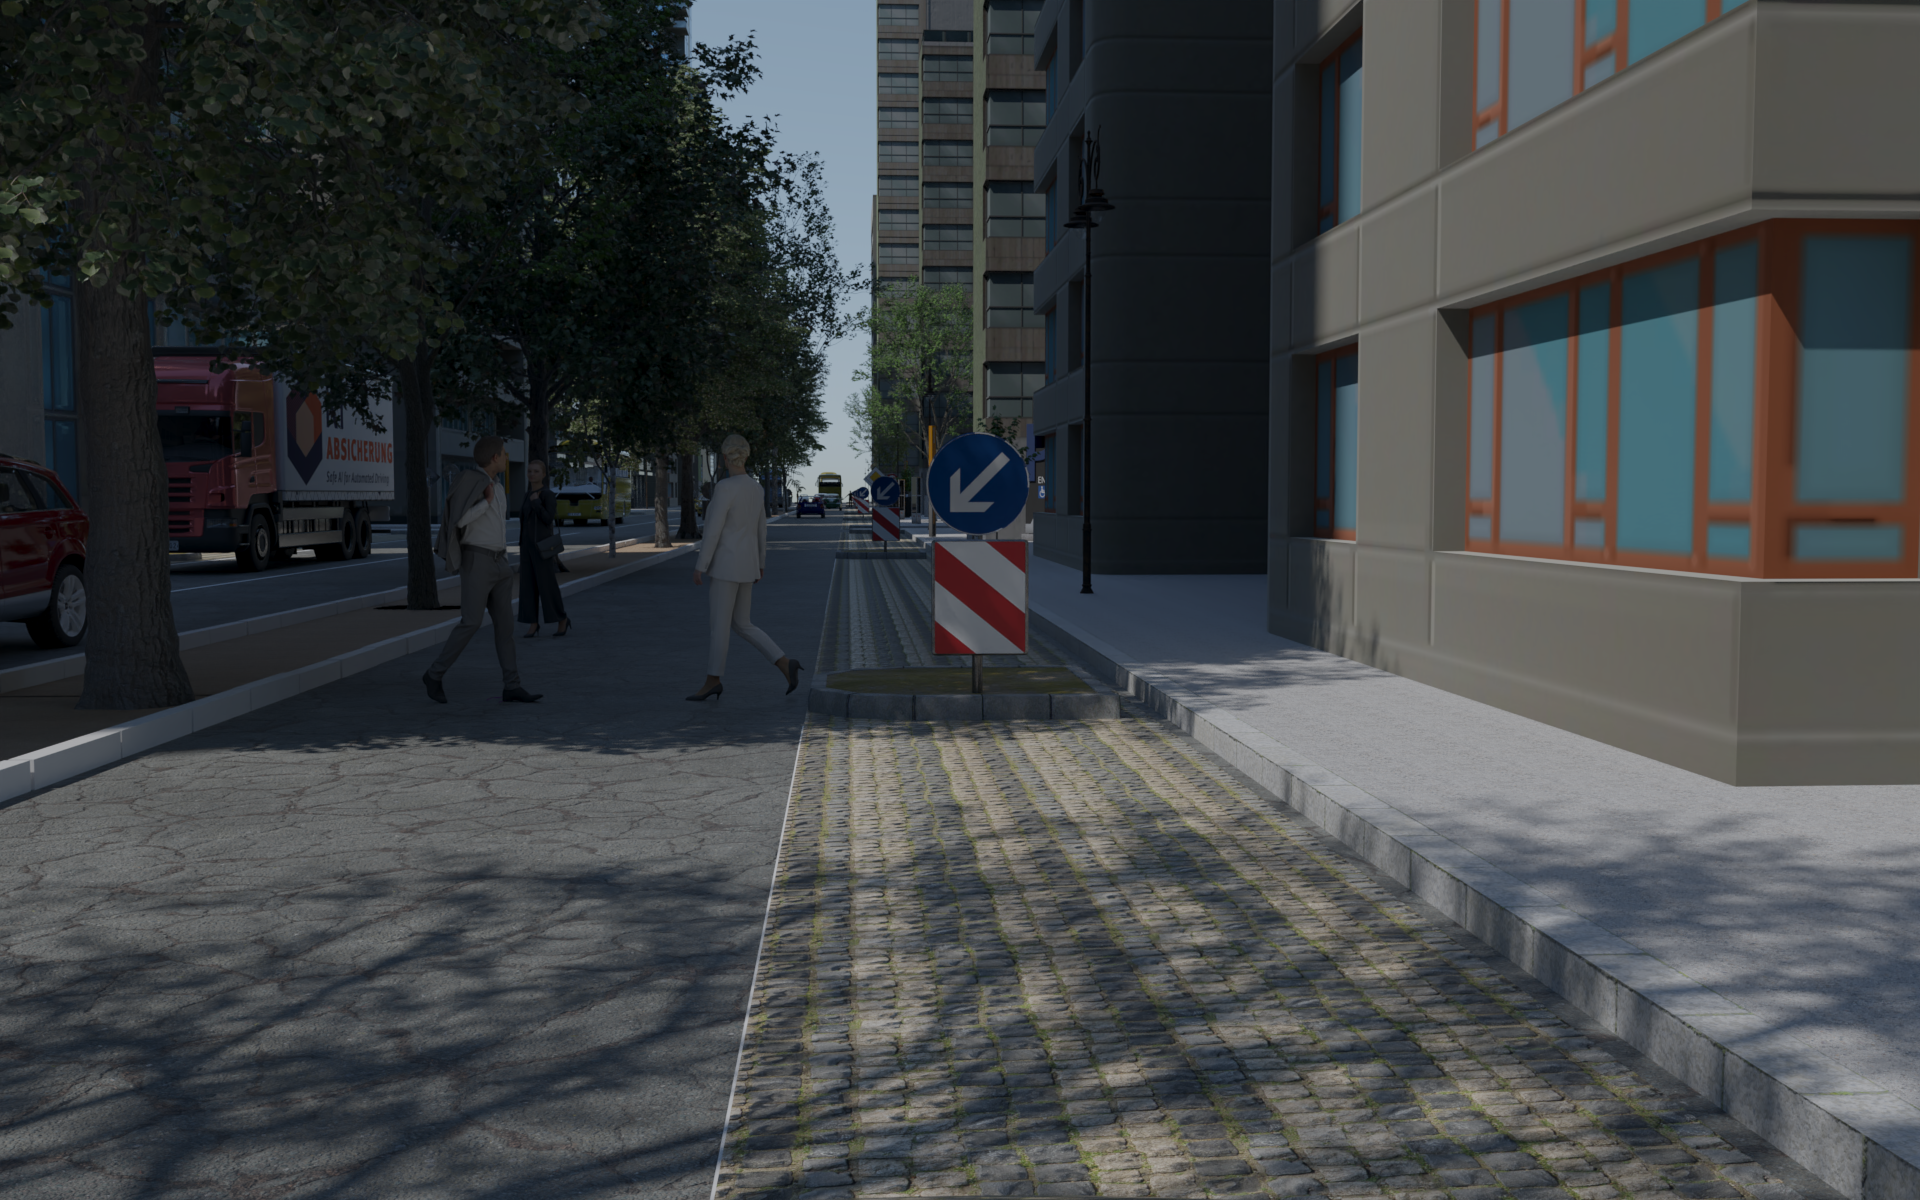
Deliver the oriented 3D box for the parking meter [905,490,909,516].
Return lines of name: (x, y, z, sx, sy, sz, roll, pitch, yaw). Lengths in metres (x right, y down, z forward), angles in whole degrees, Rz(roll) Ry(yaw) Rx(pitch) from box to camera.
parking meter: (-3.132, -5.646, 100.726, 0.372, 1.533, 0.369, 0, 3, 0)

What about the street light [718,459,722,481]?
street light: (-31.999, -15.766, 230.555, 0.468, 5.910, 1.993, 0, 4, -4)

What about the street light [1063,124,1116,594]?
street light: (1.639, -3.022, 22.196, 0.468, 5.910, 1.993, 0, 4, -4)

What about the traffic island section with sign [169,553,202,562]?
traffic island section with sign: (-17.486, -1.747, 37.192, 1.989, 1.847, 2.006, 0, 4, -4)

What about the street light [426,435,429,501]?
street light: (-21.705, -5.981, 70.569, 0.468, 5.910, 1.993, 0, 4, -4)

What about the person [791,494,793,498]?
person: (-28.934, -17.730, 298.320, 0.705, 1.831, 1.348, -1, 4, -11)

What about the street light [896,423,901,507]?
street light: (-3.801, -8.152, 106.075, 0.468, 5.910, 1.993, 0, 4, -4)

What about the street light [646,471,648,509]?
street light: (-26.547, -10.639, 146.729, 0.468, 5.910, 1.993, 0, 4, -4)

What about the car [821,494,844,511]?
car: (-11.130, -8.460, 150.126, 2.131, 1.459, 4.920, 0, 4, -4)

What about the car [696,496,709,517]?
car: (-15.936, -6.199, 111.584, 2.015, 1.641, 3.980, 0, 4, -3)

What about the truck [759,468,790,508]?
truck: (-19.932, -12.051, 186.791, 2.967, 4.110, 18.799, 0, 4, -3)

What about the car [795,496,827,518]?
car: (-8.936, -5.573, 103.703, 1.945, 1.354, 3.894, 0, 4, -5)

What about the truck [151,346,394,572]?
truck: (-14.202, -2.825, 35.111, 2.839, 4.237, 11.283, 0, 4, -3)

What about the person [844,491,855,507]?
person: (-11.768, -10.835, 185.788, 1.348, 1.807, 0.705, -1, 4, -23)

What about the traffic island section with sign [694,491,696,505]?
traffic island section with sign: (-26.016, -9.799, 168.848, 1.989, 1.847, 2.006, 0, 4, -4)

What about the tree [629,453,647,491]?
tree: (-27.342, -11.739, 142.295, 4.360, 8.622, 3.978, 0, 3, 0)

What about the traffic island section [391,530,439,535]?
traffic island section: (-19.109, -2.453, 62.380, 2.009, 0.180, 2.903, 0, 4, -4)

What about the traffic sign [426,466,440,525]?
traffic sign: (-19.086, -3.589, 62.320, 0.795, 2.450, 0.064, 0, 4, -4)

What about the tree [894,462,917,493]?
tree: (-3.255, -6.637, 103.115, 1.663, 3.219, 1.824, 0, 3, 0)

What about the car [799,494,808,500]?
car: (-26.139, -16.998, 289.912, 2.014, 1.417, 4.499, 0, 4, -5)

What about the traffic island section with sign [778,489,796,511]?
traffic island section with sign: (-14.499, -8.409, 145.630, 2.006, 1.907, 1.989, 0, 4, -4)

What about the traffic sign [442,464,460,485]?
traffic sign: (-21.483, -4.462, 73.056, 0.768, 2.556, 0.104, 0, 4, 5)

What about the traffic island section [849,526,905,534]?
traffic island section: (-3.051, -2.516, 63.411, 2.009, 0.180, 2.903, 0, 4, -4)

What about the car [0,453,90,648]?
car: (-9.237, -0.366, 14.665, 2.281, 1.827, 5.304, 0, 4, -3)

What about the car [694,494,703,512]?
car: (-20.567, -7.994, 140.931, 2.015, 1.641, 3.980, 0, 4, -2)

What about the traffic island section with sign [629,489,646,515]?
traffic island section with sign: (-22.861, -6.818, 120.104, 1.989, 1.847, 2.006, 0, 4, -4)

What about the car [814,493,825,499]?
car: (-13.180, -9.507, 164.486, 2.155, 1.783, 4.494, 0, 4, -5)

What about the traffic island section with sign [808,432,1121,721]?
traffic island section with sign: (-0.037, -0.196, 11.837, 1.989, 1.847, 2.006, 0, 4, -4)

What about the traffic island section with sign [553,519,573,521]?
traffic island section with sign: (-21.118, -5.173, 93.205, 1.989, 1.847, 2.006, 0, 4, -4)

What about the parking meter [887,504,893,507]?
parking meter: (-4.311, -5.974, 106.081, 0.372, 1.533, 0.369, 0, 3, 0)

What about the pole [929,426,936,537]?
pole: (-0.825, -3.549, 51.864, 0.158, 3.312, 0.155, 0, 3, 0)

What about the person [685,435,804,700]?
person: (-1.500, -0.222, 12.004, 0.818, 1.842, 0.514, 0, 4, 5)

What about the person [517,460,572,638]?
person: (-4.227, -0.520, 17.421, 0.576, 1.772, 0.534, 1, 4, 19)

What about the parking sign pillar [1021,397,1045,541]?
parking sign pillar: (2.417, -3.618, 47.629, 1.447, 3.967, 1.447, -3, 5, -45)

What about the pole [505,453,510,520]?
pole: (-22.273, -5.585, 85.156, 0.158, 3.312, 0.155, 0, 3, 0)

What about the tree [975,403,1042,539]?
tree: (0.748, -2.607, 37.220, 1.663, 3.219, 1.824, 0, 3, 0)

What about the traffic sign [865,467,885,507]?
traffic sign: (-3.074, -3.651, 63.332, 0.795, 2.450, 0.064, 0, 4, -4)

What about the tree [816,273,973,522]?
tree: (-1.230, -9.480, 80.751, 9.928, 11.665, 9.643, 0, 3, 0)

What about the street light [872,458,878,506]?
street light: (-8.663, -12.781, 181.757, 0.468, 5.910, 1.993, 0, 4, -4)

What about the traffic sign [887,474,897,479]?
traffic sign: (-4.210, -6.555, 107.273, 0.768, 2.556, 0.104, 0, 4, -1)

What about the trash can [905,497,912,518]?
trash can: (-2.932, -5.041, 94.076, 0.748, 1.137, 0.748, 0, 3, 0)

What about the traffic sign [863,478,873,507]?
traffic sign: (-3.590, -4.138, 71.301, 0.795, 2.450, 0.064, 0, 4, -4)

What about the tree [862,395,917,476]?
tree: (-5.029, -10.882, 128.289, 4.737, 8.622, 4.395, 0, 3, 0)

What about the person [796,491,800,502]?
person: (-22.231, -14.029, 237.500, 0.705, 1.869, 1.348, 0, 4, 7)

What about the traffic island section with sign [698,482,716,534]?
traffic island section with sign: (-9.166, -3.371, 63.256, 2.006, 1.907, 1.989, 0, 4, -4)

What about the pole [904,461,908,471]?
pole: (-3.285, -6.839, 105.653, 0.158, 3.312, 0.155, 0, 3, 0)

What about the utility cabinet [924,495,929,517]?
utility cabinet: (-1.849, -5.294, 97.721, 0.306, 1.237, 1.020, 0, 4, 3)

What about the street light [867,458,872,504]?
street light: (-11.341, -15.263, 222.336, 0.468, 5.910, 1.993, 0, 4, -4)

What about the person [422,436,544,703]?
person: (-3.295, -0.199, 11.858, 0.850, 1.850, 0.679, 1, 4, 10)

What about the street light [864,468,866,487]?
street light: (-13.964, -17.814, 264.047, 0.468, 5.910, 1.993, 0, 4, -4)

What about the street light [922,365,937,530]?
street light: (-1.079, -5.465, 62.141, 0.468, 5.910, 1.993, 0, 4, -4)

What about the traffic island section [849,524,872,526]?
traffic island section: (-3.567, -3.003, 71.379, 2.009, 0.180, 2.903, 0, 4, -4)
